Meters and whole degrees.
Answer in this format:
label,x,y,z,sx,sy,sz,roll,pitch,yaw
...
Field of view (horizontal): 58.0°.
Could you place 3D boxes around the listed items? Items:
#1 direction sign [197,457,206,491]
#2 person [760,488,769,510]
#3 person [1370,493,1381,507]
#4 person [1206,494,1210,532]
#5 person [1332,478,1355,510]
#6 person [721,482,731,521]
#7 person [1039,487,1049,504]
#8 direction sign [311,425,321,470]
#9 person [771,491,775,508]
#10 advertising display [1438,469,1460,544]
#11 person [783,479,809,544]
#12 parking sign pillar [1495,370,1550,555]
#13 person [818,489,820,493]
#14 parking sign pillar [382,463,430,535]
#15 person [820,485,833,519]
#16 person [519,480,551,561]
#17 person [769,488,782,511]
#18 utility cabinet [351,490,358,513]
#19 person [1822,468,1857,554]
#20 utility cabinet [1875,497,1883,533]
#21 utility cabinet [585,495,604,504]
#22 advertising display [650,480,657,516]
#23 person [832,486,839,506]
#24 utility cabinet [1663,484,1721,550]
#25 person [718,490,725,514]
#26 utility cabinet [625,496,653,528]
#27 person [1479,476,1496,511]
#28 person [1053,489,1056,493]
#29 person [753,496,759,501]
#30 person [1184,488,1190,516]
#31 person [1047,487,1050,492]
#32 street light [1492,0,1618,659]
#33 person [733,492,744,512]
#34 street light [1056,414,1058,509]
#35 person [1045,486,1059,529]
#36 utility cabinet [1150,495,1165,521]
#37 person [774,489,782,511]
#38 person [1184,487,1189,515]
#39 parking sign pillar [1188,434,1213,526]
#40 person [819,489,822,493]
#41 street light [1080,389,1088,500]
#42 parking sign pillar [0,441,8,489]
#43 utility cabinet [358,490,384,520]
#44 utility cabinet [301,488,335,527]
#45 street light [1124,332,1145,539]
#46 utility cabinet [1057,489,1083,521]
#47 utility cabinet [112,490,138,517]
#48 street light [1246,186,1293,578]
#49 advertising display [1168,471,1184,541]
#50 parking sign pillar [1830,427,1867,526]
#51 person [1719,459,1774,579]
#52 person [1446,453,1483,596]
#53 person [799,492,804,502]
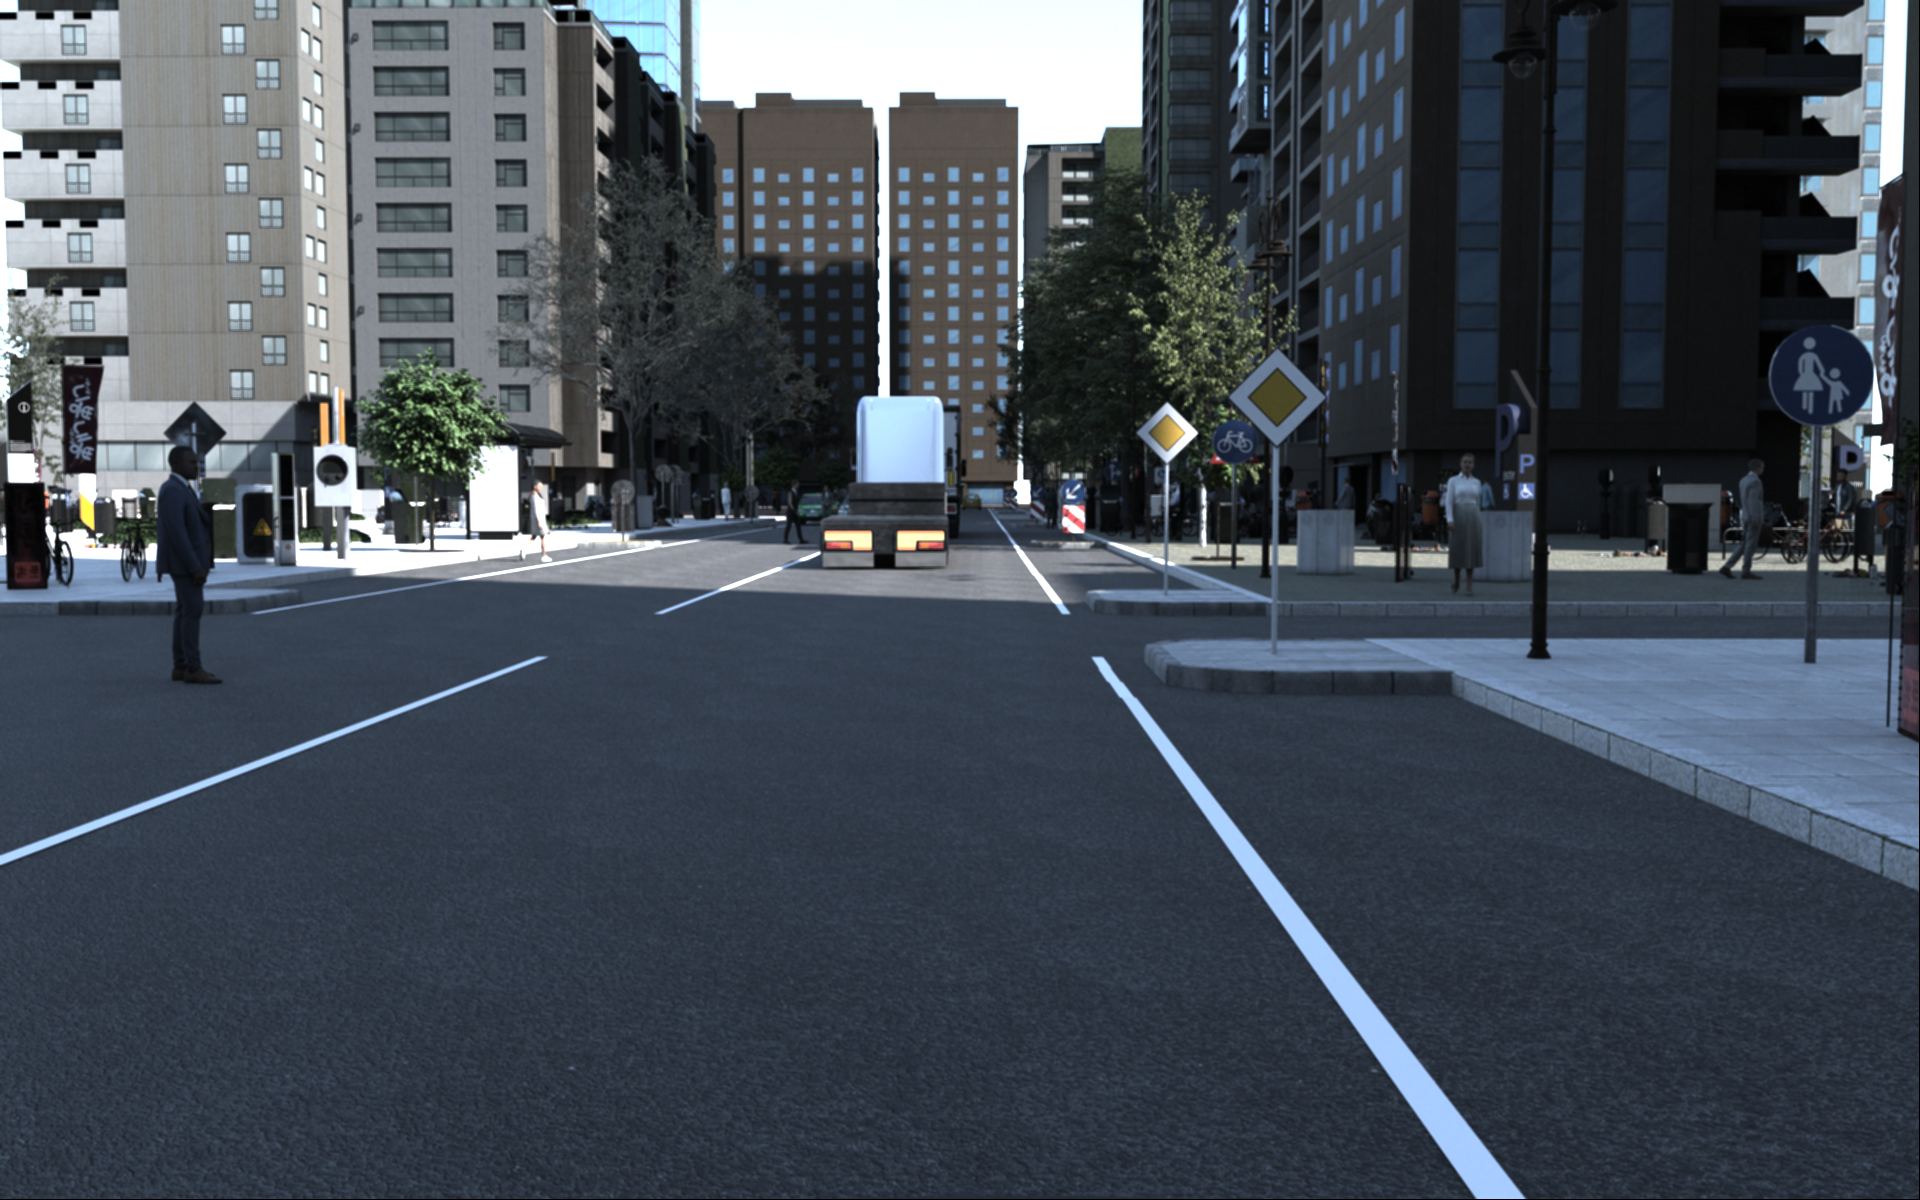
label,x,y,z,sx,sy,sz,roll,pitch,yaw
direction sign,-35.767,-5.465,81.354,0.876,3.537,0.379,1,4,23
person,-15.865,-8.207,140.674,0.683,1.767,0.568,-1,4,-21
person,12.979,-2.672,54.004,0.425,1.301,0.394,2,4,34
person,8.241,-2.925,58.117,0.306,1.304,0.590,1,4,15
person,12.763,-3.127,57.294,0.709,1.813,0.853,-3,5,-43
person,-11.057,-4.647,81.905,0.514,1.842,0.818,0,4,4
person,6.050,-7.079,122.336,0.990,1.755,0.434,1,4,12
direction sign,-20.954,-3.960,56.736,0.876,3.537,0.379,3,4,38
person,-17.620,-9.689,164.550,0.705,1.812,1.348,-3,5,-40
advertising display,12.503,-2.392,44.328,0.123,1.923,0.974,-1,4,-10
person,-4.681,-2.509,49.299,0.755,1.850,0.659,1,4,17
parking sign pillar,11.910,-2.974,37.096,1.447,3.967,1.447,0,4,-2
person,-13.634,-9.844,167.669,1.217,1.739,0.721,-1,4,-12
parking sign pillar,-17.398,-4.023,54.251,1.447,3.967,1.447,2,4,34
person,-5.314,-3.717,69.543,0.520,1.790,0.573,-2,4,-24
person,-9.003,-1.684,36.781,0.466,1.731,0.760,2,4,34
person,-14.216,-7.745,133.389,1.217,1.736,0.721,2,4,29
utility cabinet,-32.099,-5.162,93.072,1.173,1.500,0.318,-1,4,-20
person,18.697,-1.874,36.660,0.713,1.824,0.794,1,4,15
utility cabinet,30.434,-2.771,56.473,0.306,1.237,1.020,-2,4,-32
utility cabinet,-19.545,-4.989,92.724,0.306,1.237,1.020,3,5,42
advertising display,-14.152,-4.580,80.092,0.123,1.923,0.974,0,4,1
person,-6.481,-5.010,90.193,0.755,1.850,0.659,-1,4,-17
utility cabinet,16.456,-1.853,38.982,1.173,1.500,0.318,1,4,12
person,-15.221,-6.433,111.231,0.705,1.822,1.348,-3,4,-39
utility cabinet,-11.975,-3.271,64.644,1.020,1.237,0.306,0,4,-7
person,16.241,-2.922,53.680,0.748,1.841,0.638,0,4,-6
person,7.780,-8.298,142.431,1.217,1.735,0.721,-2,4,-28
person,-17.057,-8.443,144.533,0.568,1.767,0.683,0,4,-5
person,9.777,-4.143,74.056,0.520,1.790,0.573,-2,4,-30
person,6.489,-7.321,125.749,0.705,1.822,1.348,-3,5,-41
street light,4.530,-2.482,13.376,0.468,5.910,1.993,0,4,1
person,-15.701,-7.162,123.928,1.217,1.735,0.721,-2,4,-29
street light,5.387,-7.531,95.925,0.468,5.910,1.993,0,4,1
person,3.795,-3.825,71.454,0.576,1.772,0.534,0,4,2
utility cabinet,9.468,-4.362,82.488,0.306,1.237,1.020,-3,5,-42
person,-13.603,-7.514,129.611,0.721,1.743,1.217,1,4,17
person,13.966,-6.159,107.411,0.551,1.740,0.621,2,4,30
parking sign pillar,10.078,-5.035,70.794,1.447,3.967,1.447,1,4,9
person,-12.935,-9.372,159.995,1.217,1.743,0.721,-2,4,-34
street light,5.194,-6.094,72.418,0.468,5.910,1.993,0,4,1
parking sign pillar,-41.481,-5.311,75.301,1.447,3.967,1.447,-3,5,-42
utility cabinet,-29.143,-4.728,85.979,1.173,1.500,0.318,1,4,16
utility cabinet,-22.456,-3.163,60.395,1.173,1.500,0.318,-2,4,-29
street light,4.967,-4.691,49.480,0.468,5.910,1.993,0,4,1
utility cabinet,5.189,-4.380,80.297,1.173,1.500,0.318,-1,4,-11
utility cabinet,-46.039,-5.311,95.506,1.173,1.500,0.318,-1,4,-11
street light,4.692,-3.281,26.431,0.468,5.910,1.993,0,4,1
advertising display,5.955,-2.601,47.734,0.123,1.923,0.974,-1,4,-12
parking sign pillar,35.645,-4.956,69.500,1.447,3.967,1.447,-1,4,-9
person,11.957,-1.222,26.152,0.853,1.813,0.709,0,4,1
person,6.415,-0.968,22.089,0.478,1.798,0.641,1,4,9
person,-10.974,-6.749,119.604,0.599,1.433,0.991,-1,4,-15
